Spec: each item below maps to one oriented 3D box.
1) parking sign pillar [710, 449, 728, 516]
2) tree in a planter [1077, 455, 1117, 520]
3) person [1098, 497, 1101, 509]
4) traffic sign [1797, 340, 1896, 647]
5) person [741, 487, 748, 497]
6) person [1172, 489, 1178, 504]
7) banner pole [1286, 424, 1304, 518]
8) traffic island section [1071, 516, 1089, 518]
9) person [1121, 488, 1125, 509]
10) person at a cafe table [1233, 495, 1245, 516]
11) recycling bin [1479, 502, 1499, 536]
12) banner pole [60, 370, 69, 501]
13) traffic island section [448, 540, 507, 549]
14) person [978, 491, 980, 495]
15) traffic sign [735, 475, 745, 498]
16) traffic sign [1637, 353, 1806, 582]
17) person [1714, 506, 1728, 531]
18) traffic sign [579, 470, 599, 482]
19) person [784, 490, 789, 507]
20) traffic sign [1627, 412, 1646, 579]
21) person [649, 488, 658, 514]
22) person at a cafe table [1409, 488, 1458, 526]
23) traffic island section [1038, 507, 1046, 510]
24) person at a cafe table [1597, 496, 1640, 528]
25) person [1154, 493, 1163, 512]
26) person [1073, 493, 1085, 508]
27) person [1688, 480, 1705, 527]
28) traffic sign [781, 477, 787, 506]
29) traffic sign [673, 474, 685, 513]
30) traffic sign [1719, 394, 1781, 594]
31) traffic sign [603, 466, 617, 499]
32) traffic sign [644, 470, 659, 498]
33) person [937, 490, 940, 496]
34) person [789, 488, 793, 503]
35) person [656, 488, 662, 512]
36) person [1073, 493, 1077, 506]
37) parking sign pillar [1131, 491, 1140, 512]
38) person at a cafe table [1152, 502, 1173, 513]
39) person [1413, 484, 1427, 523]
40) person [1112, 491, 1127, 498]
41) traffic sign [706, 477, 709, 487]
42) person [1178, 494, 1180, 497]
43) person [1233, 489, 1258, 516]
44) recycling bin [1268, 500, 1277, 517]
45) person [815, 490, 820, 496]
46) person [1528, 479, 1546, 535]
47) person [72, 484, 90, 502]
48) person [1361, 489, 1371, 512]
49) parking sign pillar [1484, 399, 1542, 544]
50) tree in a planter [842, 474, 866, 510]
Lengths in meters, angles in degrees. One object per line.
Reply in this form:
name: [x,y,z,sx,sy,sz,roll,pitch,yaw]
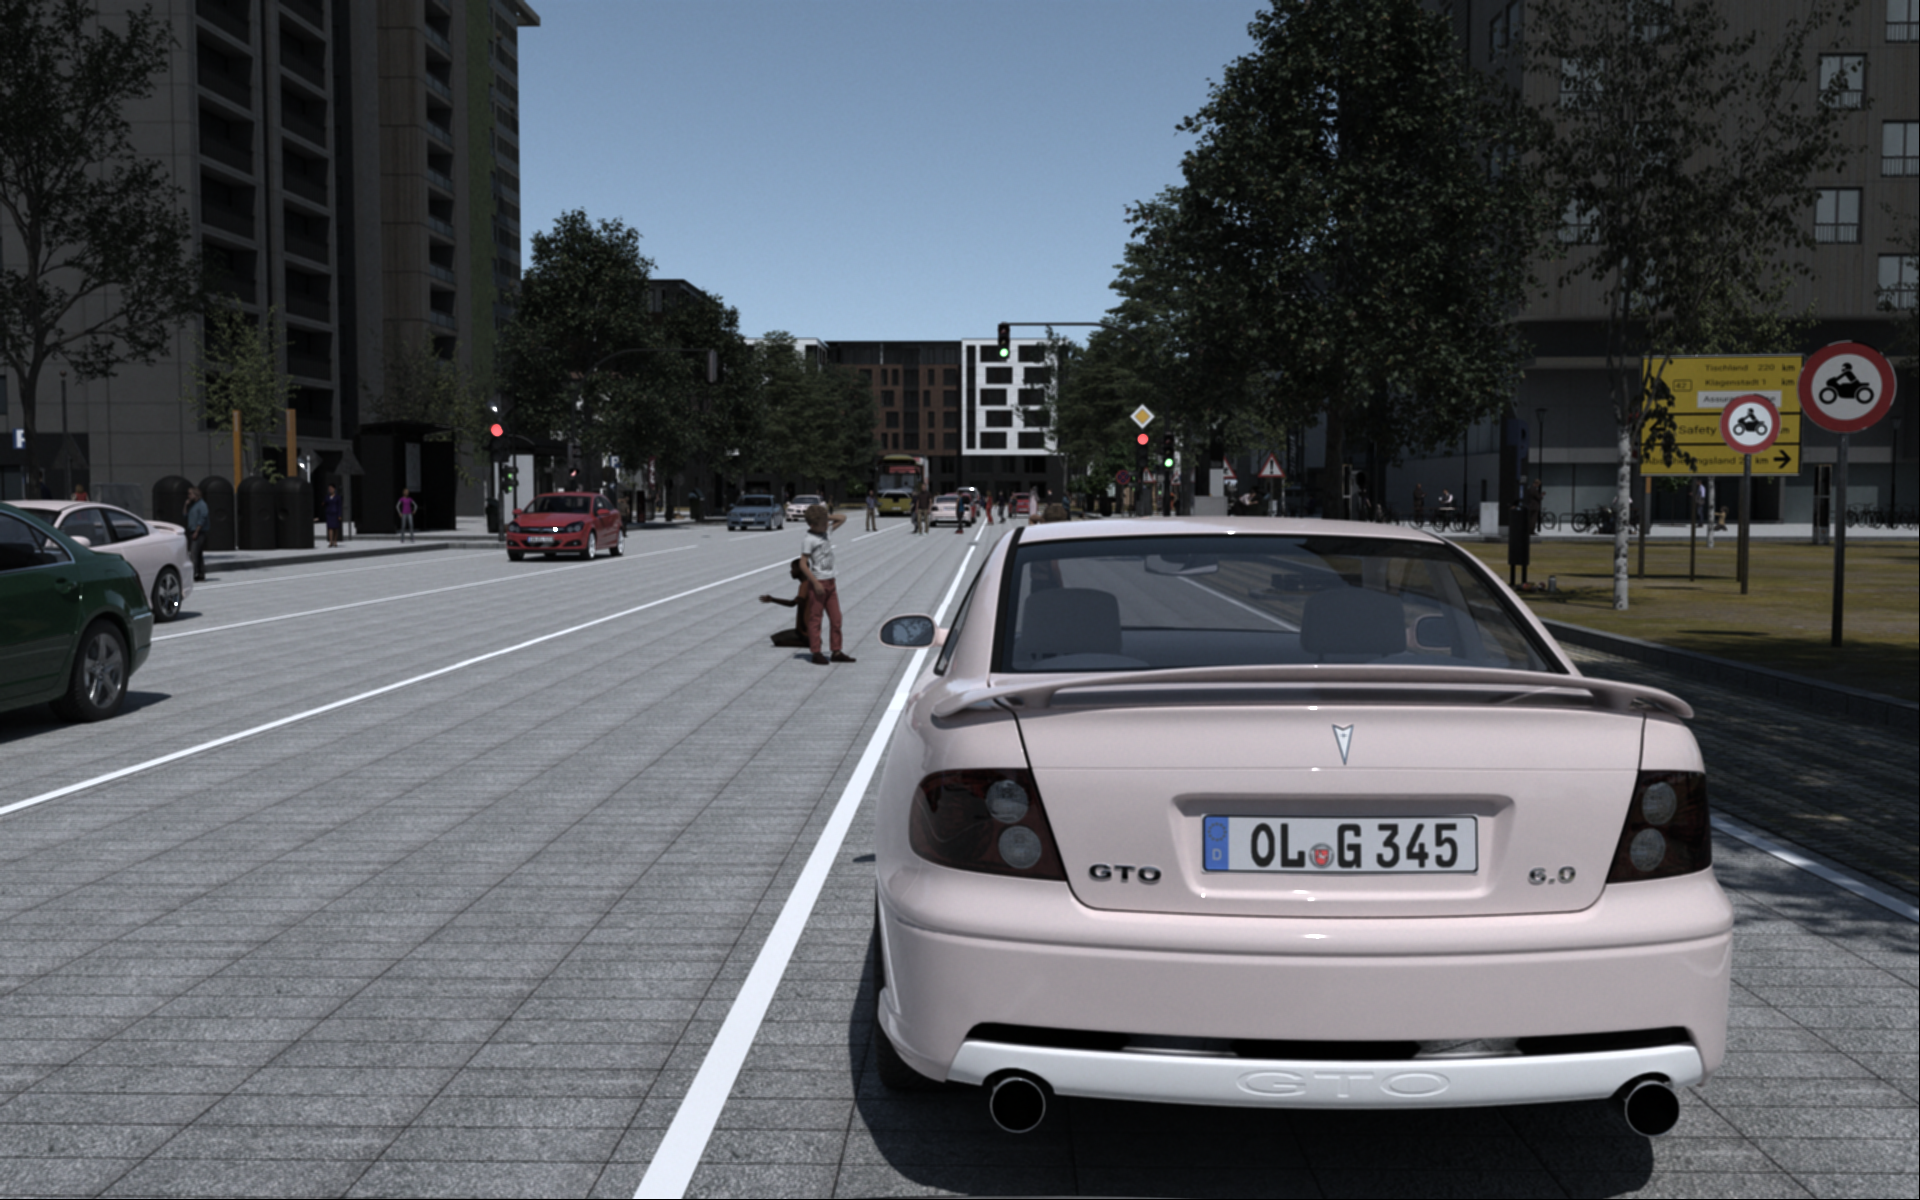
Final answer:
parking sign pillar: [-14.389,-7.037,103.524,1.447,3.967,1.447,0,4,-4]
tree in a planter: [6.235,-4.980,78.643,1.991,3.239,1.994,0,4,1]
person: [10.986,-7.909,136.178,1.217,1.723,0.721,-3,4,-36]
traffic sign: [7.368,-0.879,14.479,0.768,2.556,0.104,1,4,10]
person: [-14.065,-6.465,112.469,0.376,1.734,0.841,2,4,27]
person: [22.924,-11.044,186.619,1.348,1.824,0.705,1,4,19]
banner pole: [8.601,-3.318,44.265,0.401,3.779,0.863,-2,4,-28]
traffic island section: [6.839,-5.087,106.039,1.991,0.108,1.994,0,4,1]
person: [13.989,-8.843,150.724,0.705,1.812,1.348,2,4,35]
person at a cafe table: [15.872,-5.216,96.148,1.698,1.238,1.726,-2,4,-34]
recycling bin: [16.540,-2.528,53.889,0.722,1.027,0.722,1,4,15]
banner pole: [-18.249,-2.772,35.342,0.401,3.779,0.863,-2,4,-29]
traffic island section: [-12.324,-1.481,46.498,2.009,0.180,2.903,0,4,1]
person: [1.970,-11.325,194.391,0.721,1.736,1.217,-1,4,-11]
traffic sign: [-14.004,-6.748,110.438,0.768,2.556,0.104,0,4,7]
traffic sign: [11.046,-1.917,25.220,2.265,3.308,0.079,1,4,10]
person: [26.371,-2.831,60.258,0.347,0.859,0.695,-3,5,-41]
traffic sign: [-16.187,-4.621,75.564,0.884,2.594,0.081,0,4,2]
person: [-17.664,-10.427,176.976,0.683,1.767,0.568,-2,4,-24]
traffic sign: [10.256,-1.584,26.009,0.768,2.556,0.104,0,4,5]
person: [-19.877,-6.481,112.132,0.598,1.807,0.434,1,4,19]
person at a cafe table: [19.404,-3.768,70.122,1.622,1.524,1.698,-2,4,-28]
traffic island section: [8.566,-9.783,182.812,1.991,0.108,1.994,0,4,1]
person at a cafe table: [25.491,-3.563,66.768,1.698,1.524,1.622,1,4,23]
person: [14.206,-7.001,122.476,0.963,1.587,0.435,-1,4,-21]
person: [10.912,-9.227,156.995,1.350,1.814,0.705,1,4,19]
person: [28.284,-3.707,66.523,0.599,1.838,0.709,1,4,19]
traffic sign: [-12.950,-7.684,125.737,0.768,2.556,0.104,0,4,6]
traffic sign: [-17.616,-6.625,108.422,0.768,2.556,0.104,0,4,3]
traffic sign: [10.040,-1.345,22.100,0.768,2.556,0.104,0,4,2]
traffic sign: [-15.954,-4.800,78.578,0.768,2.556,0.104,0,4,2]
traffic sign: [-15.488,-5.313,86.976,0.768,2.556,0.104,0,4,3]
person: [-2.295,-10.306,177.098,0.705,1.812,1.348,1,4,18]
person: [-14.167,-8.519,145.842,0.721,1.766,1.217,-1,4,-12]
person: [-21.353,-7.084,122.690,0.431,1.722,0.655,-2,4,-25]
person: [12.300,-10.906,184.357,0.705,1.824,1.348,3,5,40]
parking sign pillar: [13.134,-8.465,126.881,1.447,3.967,1.447,-1,4,-11]
person at a cafe table: [13.877,-6.594,118.665,1.698,1.238,1.726,-3,4,-37]
person: [20.367,-4.278,76.671,0.600,1.739,0.565,2,4,25]
person: [14.369,-9.183,155.813,1.348,1.869,0.705,1,4,21]
traffic sign: [-15.520,-6.305,105.209,0.606,2.300,0.079,0,4,7]
person: [20.513,-9.326,159.309,1.217,1.735,0.721,3,5,43]
person: [9.370,-2.911,56.834,0.799,1.438,0.628,1,4,9]
recycling bin: [12.514,-3.576,71.017,0.722,1.027,0.722,3,5,41]
person: [-16.599,-11.912,201.355,0.434,1.755,0.990,3,4,38]
person: [17.945,-2.889,53.970,0.600,1.739,0.565,-2,4,-27]
person: [-28.704,-2.987,56.592,0.593,1.614,0.444,-1,4,-21]
person: [17.329,-4.045,74.394,0.569,1.553,0.471,0,4,0]
parking sign pillar: [14.491,-3.475,45.295,1.447,3.967,1.447,2,4,32]
tree in a planter: [-9.543,-9.721,156.160,1.991,3.239,1.994,0,4,1]
